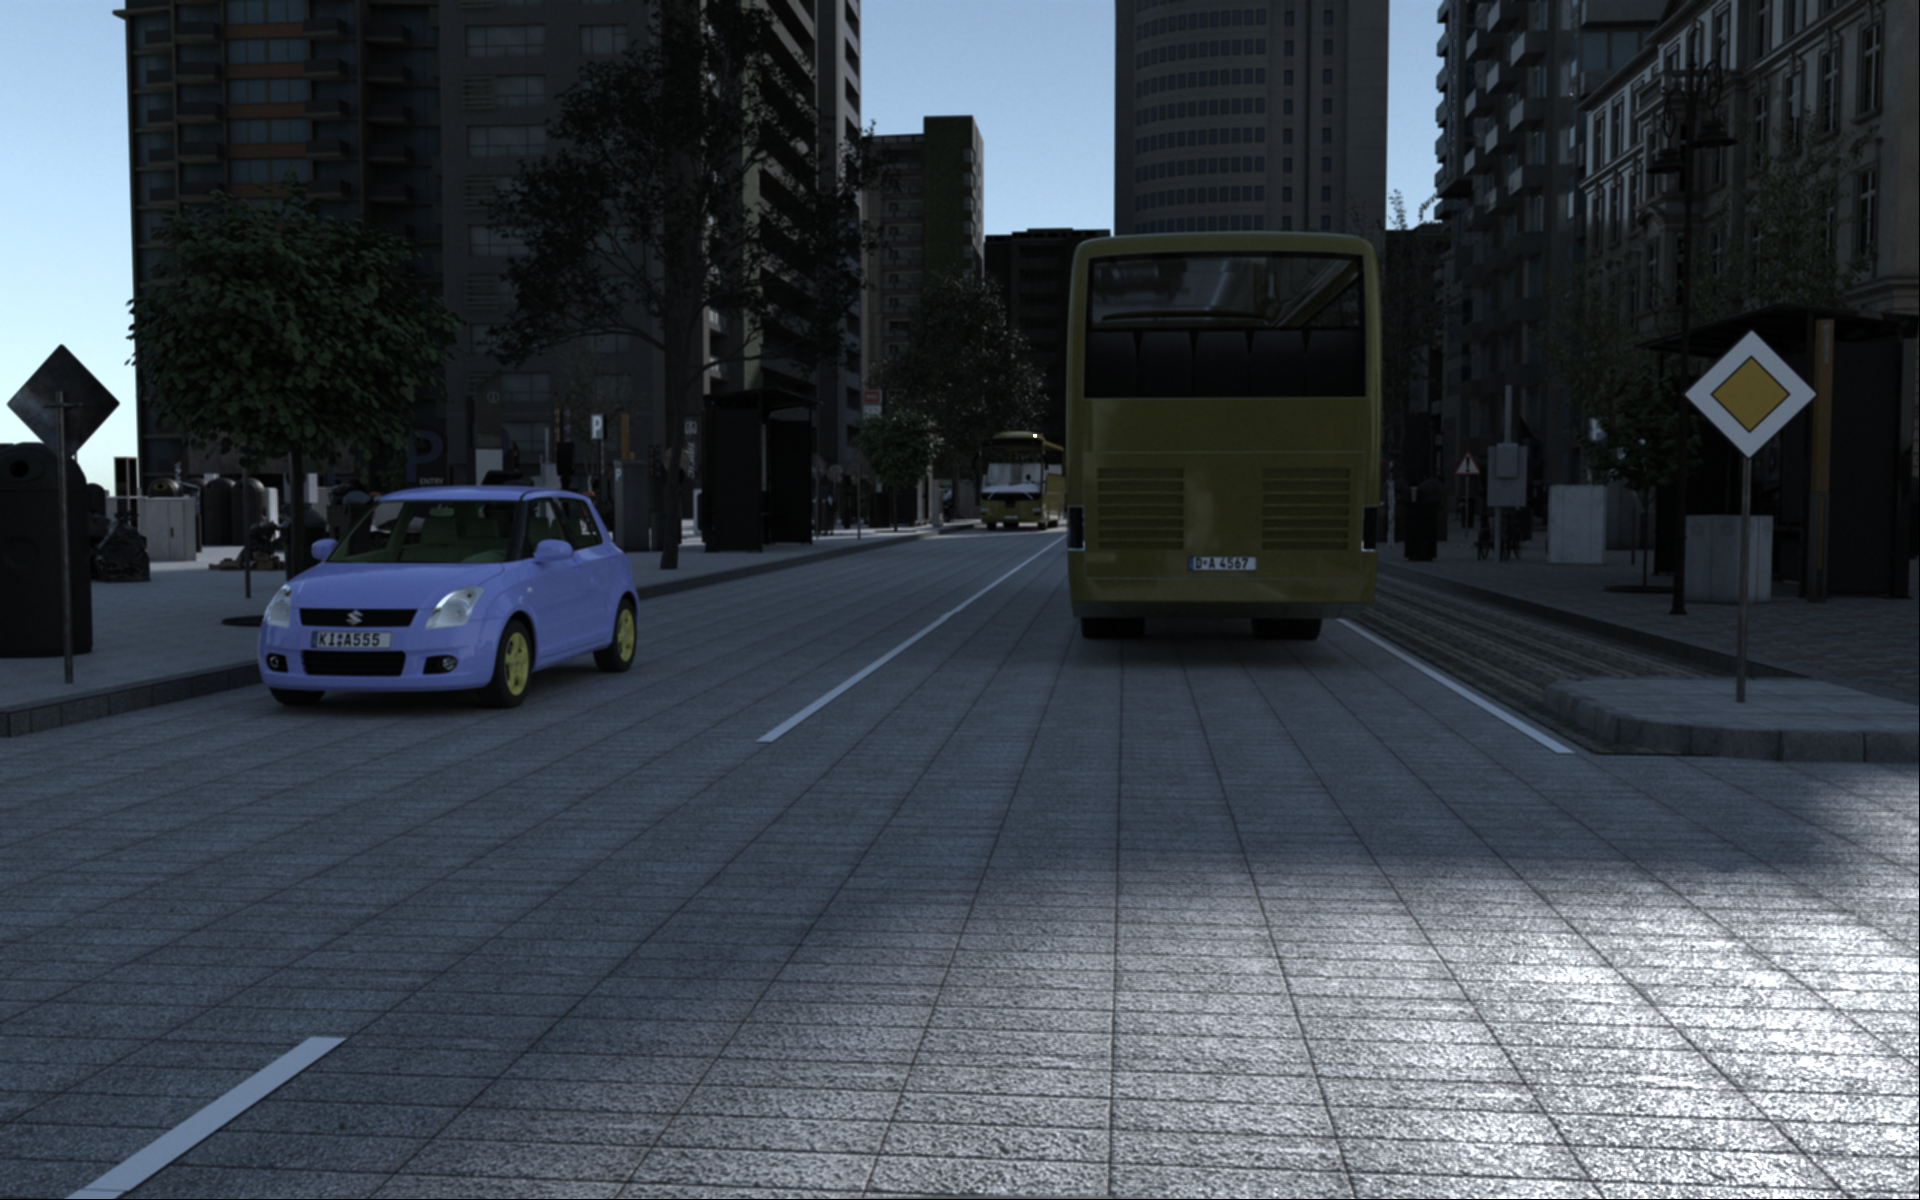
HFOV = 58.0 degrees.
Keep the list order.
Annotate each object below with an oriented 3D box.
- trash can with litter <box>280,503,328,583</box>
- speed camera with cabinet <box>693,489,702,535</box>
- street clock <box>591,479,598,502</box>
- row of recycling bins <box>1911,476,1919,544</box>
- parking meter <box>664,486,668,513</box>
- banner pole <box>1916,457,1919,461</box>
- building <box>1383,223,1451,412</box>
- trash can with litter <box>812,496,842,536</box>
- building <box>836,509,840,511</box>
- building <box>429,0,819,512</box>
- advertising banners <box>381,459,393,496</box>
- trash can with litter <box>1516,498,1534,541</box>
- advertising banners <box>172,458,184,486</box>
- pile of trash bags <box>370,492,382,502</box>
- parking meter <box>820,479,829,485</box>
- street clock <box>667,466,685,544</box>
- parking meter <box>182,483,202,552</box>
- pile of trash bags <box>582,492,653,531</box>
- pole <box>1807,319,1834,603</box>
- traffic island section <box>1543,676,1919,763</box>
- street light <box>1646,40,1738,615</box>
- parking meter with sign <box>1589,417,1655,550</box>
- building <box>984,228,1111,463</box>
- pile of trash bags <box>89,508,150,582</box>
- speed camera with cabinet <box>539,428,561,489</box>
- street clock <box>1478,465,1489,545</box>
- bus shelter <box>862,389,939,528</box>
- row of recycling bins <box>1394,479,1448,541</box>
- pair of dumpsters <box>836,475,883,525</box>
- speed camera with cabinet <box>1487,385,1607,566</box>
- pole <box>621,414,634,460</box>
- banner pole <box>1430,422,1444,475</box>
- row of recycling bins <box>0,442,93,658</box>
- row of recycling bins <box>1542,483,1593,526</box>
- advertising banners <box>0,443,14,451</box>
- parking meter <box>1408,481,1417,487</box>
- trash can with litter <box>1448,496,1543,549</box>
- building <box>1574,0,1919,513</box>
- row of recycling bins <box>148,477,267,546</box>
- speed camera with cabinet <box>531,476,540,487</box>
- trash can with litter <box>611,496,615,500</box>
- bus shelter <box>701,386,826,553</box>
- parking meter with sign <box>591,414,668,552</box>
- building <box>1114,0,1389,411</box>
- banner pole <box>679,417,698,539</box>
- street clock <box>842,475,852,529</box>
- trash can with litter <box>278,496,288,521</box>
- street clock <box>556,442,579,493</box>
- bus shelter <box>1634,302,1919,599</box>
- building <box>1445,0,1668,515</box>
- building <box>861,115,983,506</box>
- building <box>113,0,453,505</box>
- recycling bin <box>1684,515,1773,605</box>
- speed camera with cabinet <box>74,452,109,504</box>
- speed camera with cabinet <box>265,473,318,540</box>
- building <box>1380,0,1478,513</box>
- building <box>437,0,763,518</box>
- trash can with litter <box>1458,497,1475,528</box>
[{"bbox_3d":[-8.568,-0.718,23.130,1.055,1.170,0.624,2,4,30],"label":"trash can with litter"},{"bbox_3d":[-7.358,-3.687,54.620,2.038,3.252,0.660,0,4,3],"label":"speed camera with cabinet"},{"bbox_3d":[-17.191,-4.706,81.507,0.471,2.002,0.358,-1,4,-16],"label":"street clock"},{"bbox_3d":[21.954,-2.062,40.822,3.534,1.692,1.069,3,4,38],"label":"row of recycling bins"},{"bbox_3d":[-9.286,-2.883,55.555,0.372,1.533,0.369,0,3,0],"label":"parking meter"},{"bbox_3d":[9.132,-1.575,15.776,0.863,3.779,0.401,0,4,-3],"label":"banner pole"},{"bbox_3d":[51.947,-25.434,187.547,14.107,30.474,14.160,0,4,5],"label":"building"},{"bbox_3d":[-4.513,-2.632,54.095,1.678,1.210,2.233,0,4,-5],"label":"trash can with litter"},{"bbox_3d":[-22.501,-36.549,139.568,28.212,58.520,21.231,0,4,5],"label":"building"},{"bbox_3d":[-21.684,-29.954,113.448,21.300,48.544,21.600,0,4,5],"label":"building"},{"bbox_3d":[-28.705,-5.553,86.987,0.090,3.025,2.074,0,4,4],"label":"advertising banners"},{"bbox_3d":[15.408,-2.208,47.487,0.624,1.170,1.055,1,4,19],"label":"trash can with litter"},{"bbox_3d":[-36.755,-5.321,83.184,2.074,3.025,0.090,0,4,-5],"label":"advertising banners"},{"bbox_3d":[-23.201,-3.875,73.115,3.447,1.369,1.912,-2,4,-24],"label":"pile of trash bags"},{"bbox_3d":[-5.254,-3.748,66.994,0.399,1.863,0.255,0,4,-4],"label":"parking meter"},{"bbox_3d":[-7.236,-2.421,44.147,0.358,2.002,0.471,-3,5,-43],"label":"street clock"},{"bbox_3d":[-16.899,-1.816,38.099,0.372,1.533,0.369,0,3,0],"label":"parking meter"},{"bbox_3d":[-13.022,-3.384,65.080,3.447,1.369,1.912,3,4,36],"label":"pile of trash bags"},{"bbox_3d":[10.106,-1.620,20.335,0.158,3.312,0.155,0,3,0],"label":"pole"},{"bbox_3d":[4.832,0.709,10.687,2.009,0.180,2.903,0,4,5],"label":"traffic island section"},{"bbox_3d":[7.656,-2.783,18.284,0.468,5.910,1.993,0,4,5],"label":"street light"},{"bbox_3d":[15.238,-2.655,39.675,1.738,3.016,0.543,-2,4,-26],"label":"parking meter with sign"},{"bbox_3d":[9.785,-25.658,191.216,14.107,30.474,14.160,0,4,5],"label":"building"},{"bbox_3d":[-13.667,-0.932,24.990,3.447,1.369,1.912,-3,4,-38],"label":"pile of trash bags"},{"bbox_3d":[-11.937,-3.472,51.101,0.660,3.252,2.038,-1,4,-16],"label":"speed camera with cabinet"},{"bbox_3d":[13.074,-2.359,43.139,0.358,2.002,0.471,1,4,11],"label":"street clock"},{"bbox_3d":[-2.406,-5.592,69.059,2.179,5.291,8.768,0,4,6],"label":"bus shelter"},{"bbox_3d":[11.636,-2.489,47.809,3.534,1.692,1.069,1,4,13],"label":"row of recycling bins"},{"bbox_3d":[-4.187,-4.313,73.008,1.574,2.255,4.437,0,4,5],"label":"pair of dumpsters"},{"bbox_3d":[10.670,-2.272,31.479,2.038,3.252,0.660,1,4,19],"label":"speed camera with cabinet"},{"bbox_3d":[-8.502,-3.073,44.079,0.158,3.312,0.155,0,3,0],"label":"pole"},{"bbox_3d":[16.639,-4.318,60.617,0.863,3.779,0.401,-3,4,-36],"label":"banner pole"},{"bbox_3d":[-8.760,-0.427,14.088,3.534,1.692,1.069,0,4,7],"label":"row of recycling bins"},{"bbox_3d":[22.174,-3.522,64.694,3.534,1.692,1.069,0,4,-8],"label":"row of recycling bins"},{"bbox_3d":[-32.087,-3.886,59.727,2.074,3.025,0.090,0,4,1],"label":"advertising banners"},{"bbox_3d":[20.007,-4.343,76.716,0.399,1.863,0.255,1,4,23],"label":"parking meter"},{"bbox_3d":[12.800,-1.842,41.169,1.678,1.210,2.233,-2,4,-25],"label":"trash can with litter"},{"bbox_3d":[33.070,-15.032,64.863,14.460,24.649,34.723,0,4,5],"label":"building"},{"bbox_3d":[-18.982,-2.237,43.695,3.534,1.692,1.069,1,4,21],"label":"row of recycling bins"},{"bbox_3d":[-21.460,-5.692,87.405,0.660,3.252,2.038,-2,4,-27],"label":"speed camera with cabinet"},{"bbox_3d":[-17.123,-4.708,88.035,2.233,1.210,1.678,0,4,2],"label":"trash can with litter"},{"bbox_3d":[-4.549,-3.040,40.988,1.731,3.624,6.357,0,4,6],"label":"bus shelter"},{"bbox_3d":[-7.259,-2.579,38.433,1.738,3.016,0.543,-3,5,-41],"label":"parking meter with sign"},{"bbox_3d":[31.080,-39.679,190.743,28.212,58.520,21.231,0,4,5],"label":"building"},{"bbox_3d":[-7.828,-3.644,49.599,0.863,3.779,0.401,2,4,25],"label":"banner pole"},{"bbox_3d":[-4.157,-3.618,63.719,0.358,2.002,0.471,-1,4,-16],"label":"street clock"},{"bbox_3d":[-32.900,-4.375,82.589,2.233,1.210,1.678,0,4,-5],"label":"trash can with litter"},{"bbox_3d":[-5.465,-1.192,24.055,0.358,2.002,0.471,-1,4,-9],"label":"street clock"},{"bbox_3d":[11.192,-2.018,24.280,1.731,3.624,6.357,0,4,6],"label":"bus shelter"},{"bbox_3d":[41.465,-29.258,97.969,23.786,49.044,30.456,0,4,5],"label":"building"},{"bbox_3d":[-4.818,-31.035,191.019,14.086,41.232,14.154,0,4,5],"label":"building"},{"bbox_3d":[-51.156,-29.818,142.146,28.867,44.769,22.147,0,4,5],"label":"building"},{"bbox_3d":[9.061,-0.482,20.428,0.722,1.027,0.722,-3,4,-36],"label":"recycling bin"},{"bbox_3d":[-35.323,-4.623,69.930,0.660,3.252,2.038,1,4,15],"label":"speed camera with cabinet"},{"bbox_3d":[-17.739,-3.087,44.808,2.038,3.252,0.660,0,4,3],"label":"speed camera with cabinet"},{"bbox_3d":[43.874,-49.831,127.406,22.319,86.520,31.000,0,4,5],"label":"building"},{"bbox_3d":[-19.237,-25.175,95.201,14.154,41.232,14.086,0,4,5],"label":"building"},{"bbox_3d":[19.233,-3.329,65.810,0.624,1.170,1.055,1,4,13],"label":"trash can with litter"}]
